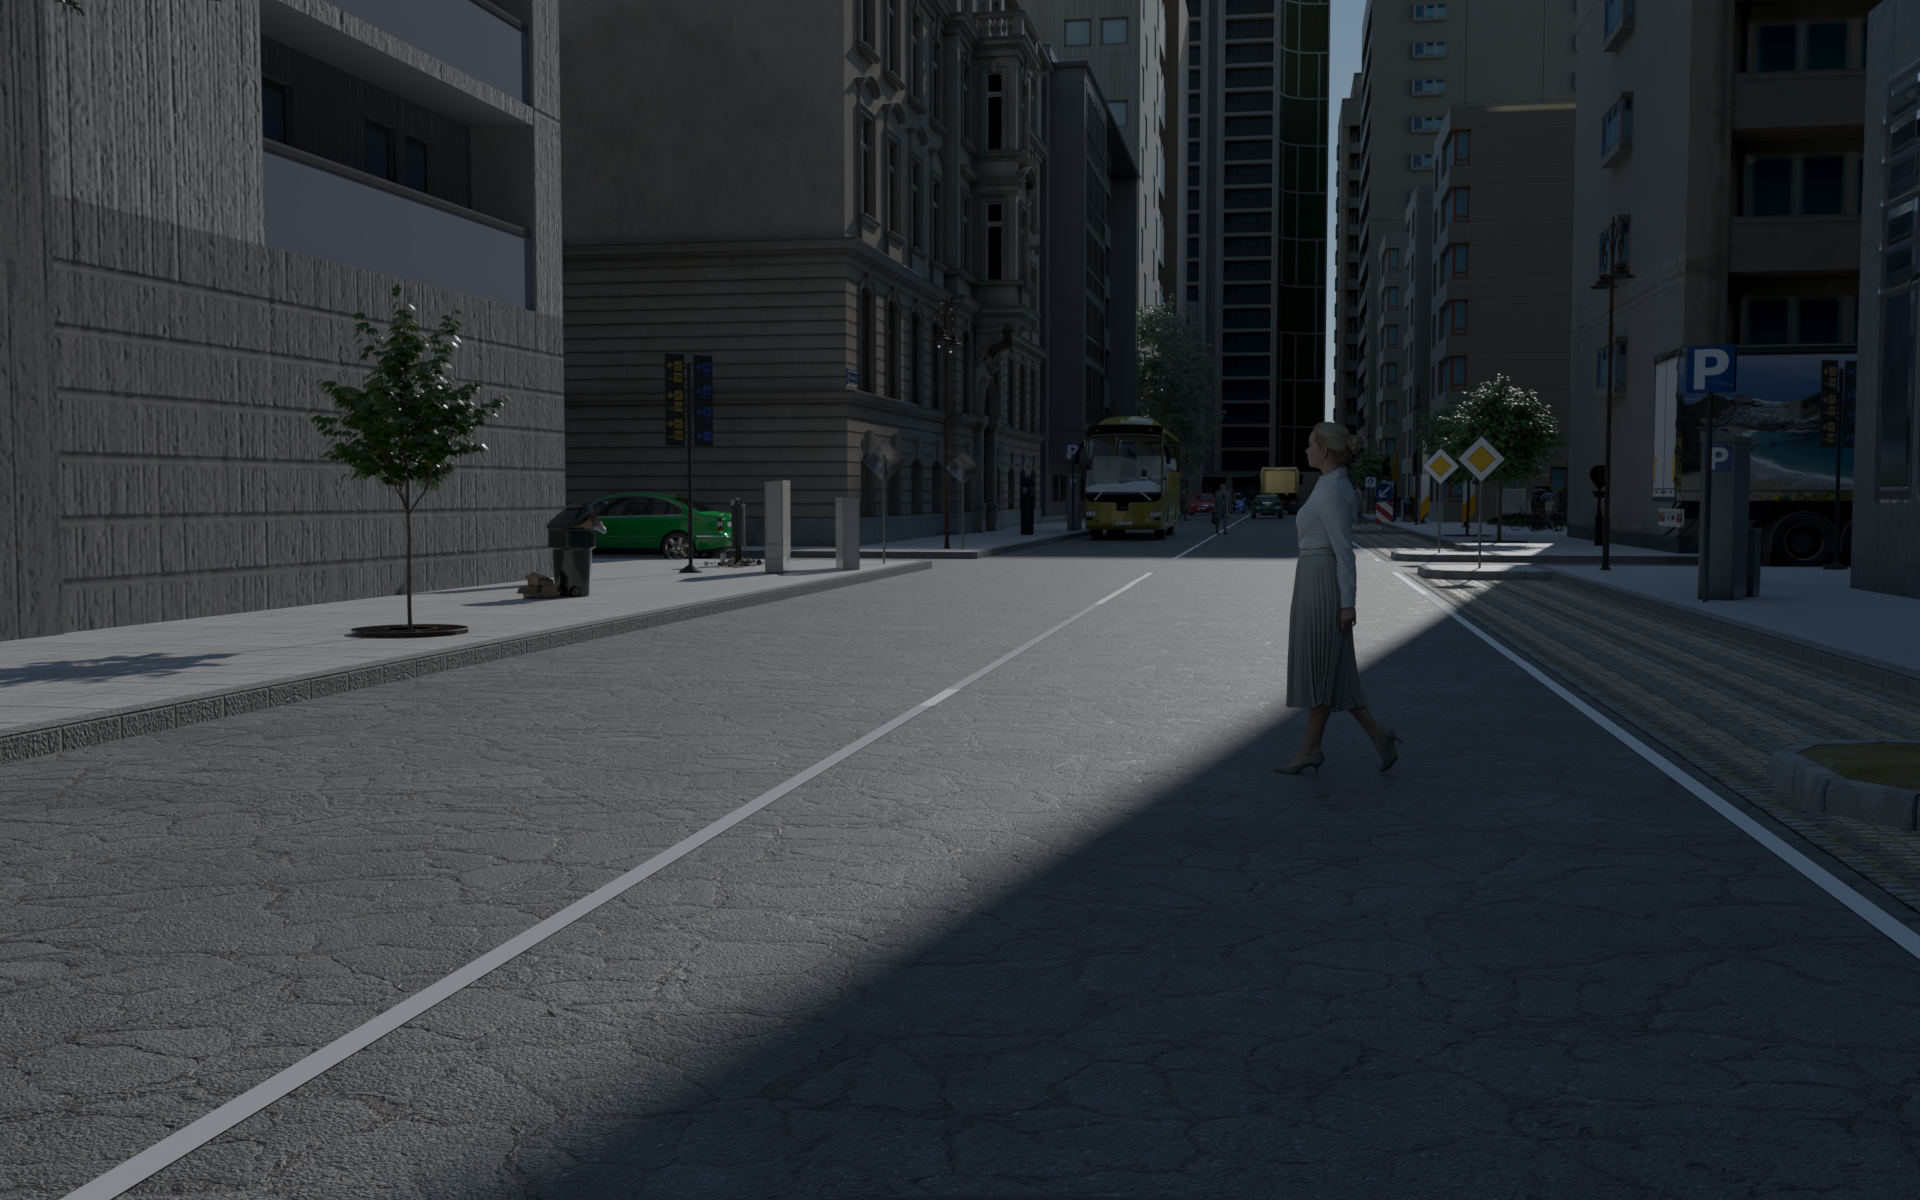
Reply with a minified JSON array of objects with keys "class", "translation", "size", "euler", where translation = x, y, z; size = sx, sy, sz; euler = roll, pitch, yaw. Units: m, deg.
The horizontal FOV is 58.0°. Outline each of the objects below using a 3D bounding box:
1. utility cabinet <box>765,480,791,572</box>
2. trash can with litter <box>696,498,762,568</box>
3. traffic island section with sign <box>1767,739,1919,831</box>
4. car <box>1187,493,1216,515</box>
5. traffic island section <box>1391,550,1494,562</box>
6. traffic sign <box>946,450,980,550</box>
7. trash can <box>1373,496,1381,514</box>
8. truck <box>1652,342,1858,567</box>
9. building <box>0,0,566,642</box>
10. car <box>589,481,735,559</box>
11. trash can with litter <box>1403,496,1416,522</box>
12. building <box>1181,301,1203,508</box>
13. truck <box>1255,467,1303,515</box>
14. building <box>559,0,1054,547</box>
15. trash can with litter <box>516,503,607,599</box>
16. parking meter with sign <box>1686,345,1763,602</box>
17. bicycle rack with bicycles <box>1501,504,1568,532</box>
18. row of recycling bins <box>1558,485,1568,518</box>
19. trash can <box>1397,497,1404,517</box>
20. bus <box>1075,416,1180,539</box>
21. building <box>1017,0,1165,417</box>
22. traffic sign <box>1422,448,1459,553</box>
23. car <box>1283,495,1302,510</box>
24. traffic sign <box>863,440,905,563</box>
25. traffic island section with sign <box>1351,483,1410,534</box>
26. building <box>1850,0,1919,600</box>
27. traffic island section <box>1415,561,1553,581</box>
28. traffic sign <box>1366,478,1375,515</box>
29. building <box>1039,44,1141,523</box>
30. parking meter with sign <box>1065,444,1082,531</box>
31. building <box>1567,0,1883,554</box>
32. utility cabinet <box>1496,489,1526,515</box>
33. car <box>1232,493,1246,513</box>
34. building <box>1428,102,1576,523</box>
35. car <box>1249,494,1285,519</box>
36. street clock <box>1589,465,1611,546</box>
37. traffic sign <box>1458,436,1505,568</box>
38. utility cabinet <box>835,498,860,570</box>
[{"class":"utility cabinet","translation":[-3.001,-1.207,28.421],"size":[0.318,1.500,1.173],"euler":[0,4,0]},{"class":"trash can with litter","translation":[-4.123,-1.222,31.045],"size":[1.678,1.210,2.233],"euler":[0,4,-1]},{"class":"traffic island section with sign","translation":[4.910,0.042,7.948],"size":[1.989,1.847,2.006],"euler":[1,4,11]},{"class":"car","translation":[16.487,-6.627,117.396],"size":[2.155,1.783,4.494],"euler":[1,4,10]},{"class":"traffic island section","translation":[10.507,-0.956,37.912],"size":[2.009,0.180,2.903],"euler":[1,4,11]},{"class":"traffic sign","translation":[0.073,-2.212,39.805],"size":[0.795,2.450,0.064],"euler":[1,4,11]},{"class":"trash can","translation":[25.903,-5.828,106.937],"size":[0.748,1.137,0.748],"euler":[0,3,0]},{"class":"truck","translation":[19.227,-2.676,32.673],"size":[11.283,4.237,2.839],"euler":[1,4,12]},{"class":"building","translation":[-20.749,-29.450,23.503],"size":[28.212,58.520,21.231],"euler":[1,4,11]},{"class":"car","translation":[-6.930,-1.672,36.140],"size":[4.718,1.807,1.959],"euler":[1,4,9]},{"class":"trash can with litter","translation":[20.617,-4.154,79.305],"size":[0.624,1.170,1.055],"euler":[1,4,9]},{"class":"building","translation":[9.604,-20.313,177.165],"size":[28.899,21.520,27.650],"euler":[1,4,11]},{"class":"truck","translation":[22.769,-7.803,123.508],"size":[3.469,3.379,9.791],"euler":[1,4,10]},{"class":"building","translation":[-4.648,-14.667,58.886],"size":[14.460,24.649,34.723],"euler":[1,4,11]},{"class":"trash can with litter","translation":[-4.945,-0.617,21.475],"size":[0.624,1.170,1.055],"euler":[2,4,32]},{"class":"parking meter with sign","translation":[9.358,-1.520,21.109],"size":[0.543,3.016,1.738],"euler":[3,4,38]},{"class":"bicycle rack with bicycles","translation":[20.291,-2.865,60.226],"size":[2.925,0.926,2.852],"euler":[-1,4,-18]},{"class":"row of recycling bins","translation":[26.191,-4.096,74.085],"size":[1.069,1.692,3.534],"euler":[1,4,16]},{"class":"trash can","translation":[24.587,-5.213,96.882],"size":[0.748,1.137,0.748],"euler":[0,3,0]},{"class":"bus","translation":[5.904,-4.086,58.350],"size":[2.896,3.916,12.252],"euler":[1,4,9]},{"class":"building","translation":[1.110,-33.053,129.648],"size":[28.713,52.752,27.495],"euler":[1,4,11]},{"class":"traffic sign","translation":[10.482,-2.092,37.840],"size":[0.795,2.450,0.064],"euler":[1,4,11]},{"class":"car","translation":[29.805,-8.799,155.861],"size":[2.014,1.417,4.499],"euler":[1,4,11]},{"class":"traffic sign","translation":[-1.399,-1.732,31.956],"size":[0.795,2.450,0.064],"euler":[1,4,11]},{"class":"traffic island section with sign","translation":[15.053,-3.270,62.090],"size":[1.989,1.847,2.006],"euler":[1,4,11]},{"class":"building","translation":[20.260,-42.267,3.731],"size":[22.319,86.520,31.000],"euler":[1,4,11]},{"class":"traffic island section","translation":[9.035,-0.476,30.064],"size":[2.009,0.180,2.903],"euler":[1,4,11]},{"class":"traffic sign","translation":[24.962,-6.312,105.334],"size":[0.606,2.300,0.079],"euler":[1,4,18]},{"class":"building","translation":[1.118,-16.632,90.996],"size":[14.314,24.678,30.058],"euler":[1,4,11]},{"class":"parking meter with sign","translation":[4.036,-3.958,60.981],"size":[0.543,3.016,1.738],"euler":[1,4,9]},{"class":"building","translation":[27.758,-25.729,44.370],"size":[21.600,48.544,21.300],"euler":[1,4,11]},{"class":"utility cabinet","translation":[23.968,-4.078,75.350],"size":[1.173,1.500,0.318],"euler":[3,4,39]},{"class":"car","translation":[20.349,-7.301,128.965],"size":[1.945,1.707,3.694],"euler":[1,4,10]},{"class":"building","translation":[38.079,-14.936,89.240],"size":[27.650,21.520,28.899],"euler":[1,4,11]},{"class":"car","translation":[18.130,-5.533,102.270],"size":[2.131,1.459,4.920],"euler":[1,4,9]},{"class":"street clock","translation":[15.837,-2.345,42.905],"size":[0.471,2.002,0.358],"euler":[1,4,11]},{"class":"traffic sign","translation":[9.011,-1.612,29.991],"size":[0.795,2.450,0.064],"euler":[1,4,11]},{"class":"utility cabinet","translation":[-1.919,-1.132,29.674],"size":[0.306,1.237,1.020],"euler":[-1,4,-11]}]
